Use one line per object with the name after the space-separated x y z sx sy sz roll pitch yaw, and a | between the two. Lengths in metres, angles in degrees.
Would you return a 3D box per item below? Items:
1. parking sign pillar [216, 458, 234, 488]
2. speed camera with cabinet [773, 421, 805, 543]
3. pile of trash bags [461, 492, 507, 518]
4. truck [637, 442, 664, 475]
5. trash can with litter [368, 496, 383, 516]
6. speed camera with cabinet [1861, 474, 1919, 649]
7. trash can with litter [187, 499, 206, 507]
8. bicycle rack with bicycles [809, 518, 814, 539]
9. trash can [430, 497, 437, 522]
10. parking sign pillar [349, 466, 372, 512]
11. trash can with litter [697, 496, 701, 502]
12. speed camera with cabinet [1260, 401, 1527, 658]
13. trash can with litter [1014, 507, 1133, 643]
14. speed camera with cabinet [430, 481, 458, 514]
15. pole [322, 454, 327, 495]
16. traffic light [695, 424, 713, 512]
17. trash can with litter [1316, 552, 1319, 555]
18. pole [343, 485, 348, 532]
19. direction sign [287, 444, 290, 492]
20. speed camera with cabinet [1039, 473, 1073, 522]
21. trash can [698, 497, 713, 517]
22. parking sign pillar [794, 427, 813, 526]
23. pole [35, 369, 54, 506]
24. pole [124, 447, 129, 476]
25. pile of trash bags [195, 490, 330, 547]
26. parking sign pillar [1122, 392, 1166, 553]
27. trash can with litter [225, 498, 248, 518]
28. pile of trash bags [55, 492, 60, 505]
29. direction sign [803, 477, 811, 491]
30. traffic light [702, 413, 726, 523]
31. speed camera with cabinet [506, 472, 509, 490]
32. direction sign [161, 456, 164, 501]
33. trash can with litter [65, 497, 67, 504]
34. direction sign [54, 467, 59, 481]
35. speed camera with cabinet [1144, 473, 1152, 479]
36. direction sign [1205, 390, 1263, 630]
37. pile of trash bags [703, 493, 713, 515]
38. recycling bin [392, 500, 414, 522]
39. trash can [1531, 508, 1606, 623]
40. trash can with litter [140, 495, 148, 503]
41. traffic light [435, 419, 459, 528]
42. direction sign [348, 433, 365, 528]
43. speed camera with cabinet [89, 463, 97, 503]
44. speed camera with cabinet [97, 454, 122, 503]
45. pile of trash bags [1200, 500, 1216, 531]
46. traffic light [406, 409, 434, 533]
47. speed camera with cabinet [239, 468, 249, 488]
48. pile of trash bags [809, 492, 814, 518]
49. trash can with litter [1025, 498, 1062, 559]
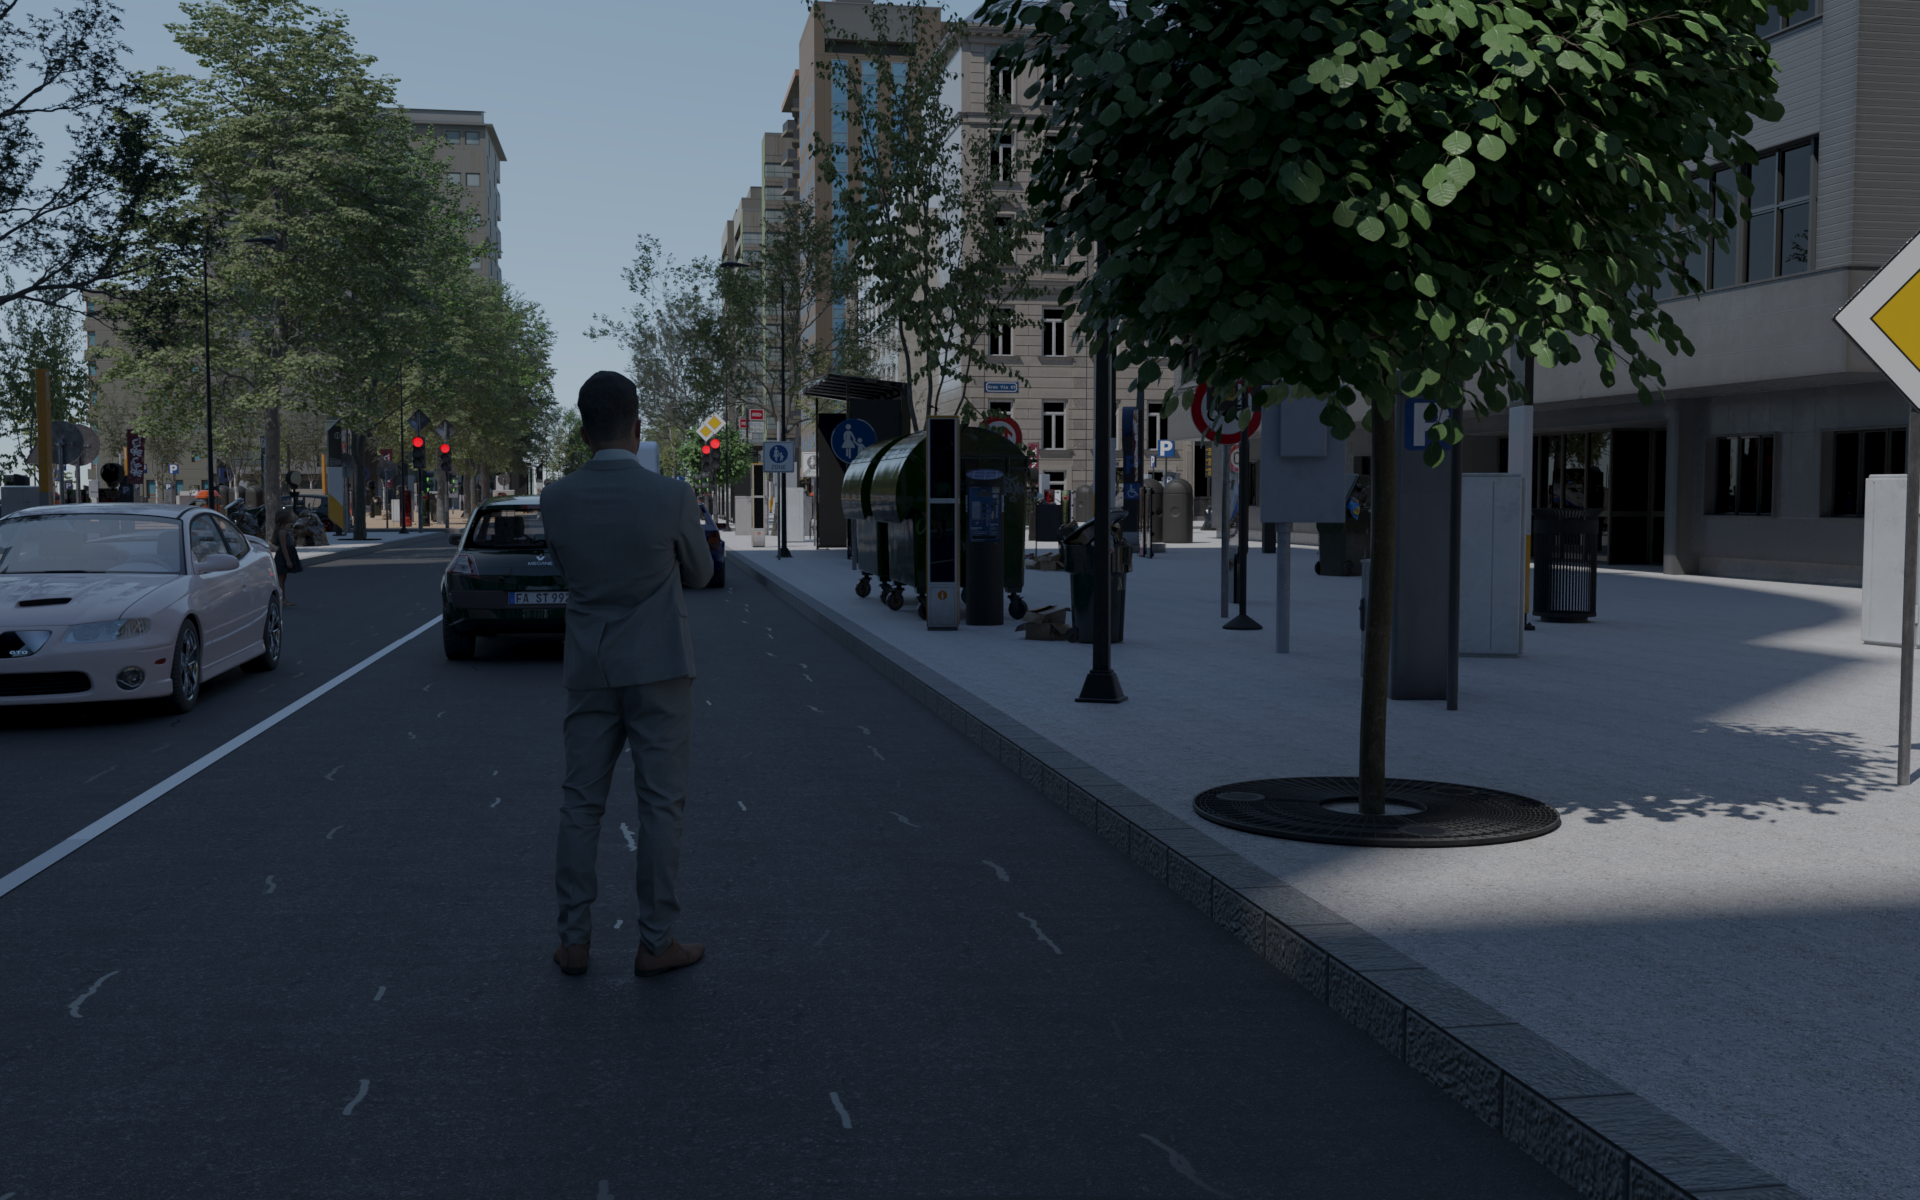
-54.851 -8.628 129.543 1.447 3.967 1.447 3 5 44 | parking sign pillar
-4.595 -3.196 46.591 0.660 3.252 2.038 -1 4 -13 | speed camera with cabinet
-25.668 -5.171 94.299 3.447 1.369 1.912 3 5 43 | pile of trash bags
-15.444 -5.696 82.886 2.967 4.110 18.799 -1 4 -11 | truck
-34.561 -5.556 102.223 1.055 1.170 0.624 3 4 36 | trash can with litter
8.735 -1.251 14.789 2.038 3.252 0.660 -1 4 -20 | speed camera with cabinet
-16.275 -1.519 36.228 1.055 1.170 0.624 1 4 14 | trash can with litter
-3.230 -2.195 49.271 2.852 0.926 2.925 2 4 34 | bicycle rack with bicycles
-23.953 -4.142 79.378 0.748 1.137 0.748 0 3 0 | trash can
-41.894 -8.128 121.372 1.447 3.967 1.447 2 4 33 | parking sign pillar
-15.366 -5.427 100.121 1.055 1.170 0.624 0 4 -8 | trash can with litter
3.457 -1.196 13.894 2.038 3.252 0.660 1 4 11 | speed camera with cabinet
0.968 -0.224 15.058 1.055 1.170 0.624 2 4 32 | trash can with litter
-33.150 -7.109 110.564 2.038 3.252 0.660 -2 4 -35 | speed camera with cabinet
-32.635 -5.816 88.935 0.158 3.312 0.155 0 3 0 | pole
-9.785 -4.756 66.678 0.839 4.253 0.868 -1 4 -10 | traffic light
7.678 -1.423 34.655 1.055 1.170 0.624 1 4 21 | trash can with litter
-20.410 -3.890 57.451 0.158 3.312 0.155 0 3 0 | pole
-30.353 -5.282 78.357 0.379 3.537 0.876 -1 4 -15 | direction sign
4.008 -4.971 75.611 0.660 3.252 2.038 -3 5 -45 | speed camera with cabinet
-12.333 -4.424 83.979 0.748 1.137 0.748 0 3 0 | trash can
-6.563 -4.894 68.496 1.447 3.967 1.447 0 4 -4 | parking sign pillar
-14.949 -2.108 28.316 0.158 3.312 0.155 0 3 0 | pole
-36.334 -4.999 75.582 0.158 3.312 0.155 0 3 0 | pole
-17.018 -1.959 41.784 1.912 1.369 3.447 1 4 22 | pile of trash bags
3.830 -3.040 38.172 1.447 3.967 1.447 0 4 8 | parking sign pillar
-21.955 -2.480 51.927 1.055 1.170 0.624 -3 4 -37 | trash can with litter
-39.976 -4.051 75.994 1.912 1.369 3.447 -3 4 -38 | pile of trash bags
-11.543 -8.543 131.669 0.876 3.537 0.379 -3 4 -37 | direction sign
-8.339 -4.275 58.825 0.839 4.253 0.868 -1 4 -10 | traffic light
-31.528 -7.732 120.759 0.660 3.252 2.038 0 4 -5 | speed camera with cabinet
-47.701 -6.828 103.629 0.379 3.537 0.876 -2 4 -26 | direction sign
-36.480 -3.728 72.013 2.233 1.210 1.678 -3 4 -37 | trash can with litter
-55.746 -7.001 106.459 0.876 3.537 0.379 1 4 11 | direction sign
7.881 -4.980 75.759 0.660 3.252 2.038 1 4 20 | speed camera with cabinet
2.688 -1.491 16.370 0.876 3.537 0.379 -2 4 -29 | direction sign
-16.374 -6.755 120.197 1.912 1.369 3.447 1 4 20 | pile of trash bags
-25.510 -4.082 79.291 0.722 1.027 0.722 2 4 32 | recycling bin
6.079 -0.351 17.395 0.748 1.137 0.748 0 3 0 | trash can
-55.601 -6.498 117.293 2.233 1.210 1.678 0 4 -3 | trash can with litter
-19.235 -4.649 64.928 0.839 4.253 0.868 -1 4 -10 | traffic light
-22.644 -4.444 64.651 0.876 3.537 0.379 0 4 0 | direction sign
-55.355 -7.135 110.986 0.660 3.252 2.038 -1 4 -17 | speed camera with cabinet
-40.727 -5.470 83.762 0.660 3.252 2.038 0 4 1 | speed camera with cabinet
9.314 -3.113 60.654 1.912 1.369 3.447 1 4 16 | pile of trash bags
-17.789 -4.168 57.075 0.839 4.253 0.868 -1 4 -10 | traffic light
-48.740 -7.570 118.103 0.660 3.252 2.038 -2 4 -25 | speed camera with cabinet
-8.388 -5.237 95.384 1.912 1.369 3.447 0 4 7 | pile of trash bags
1.389 -1.417 34.233 2.233 1.210 1.678 1 4 13 | trash can with litter
